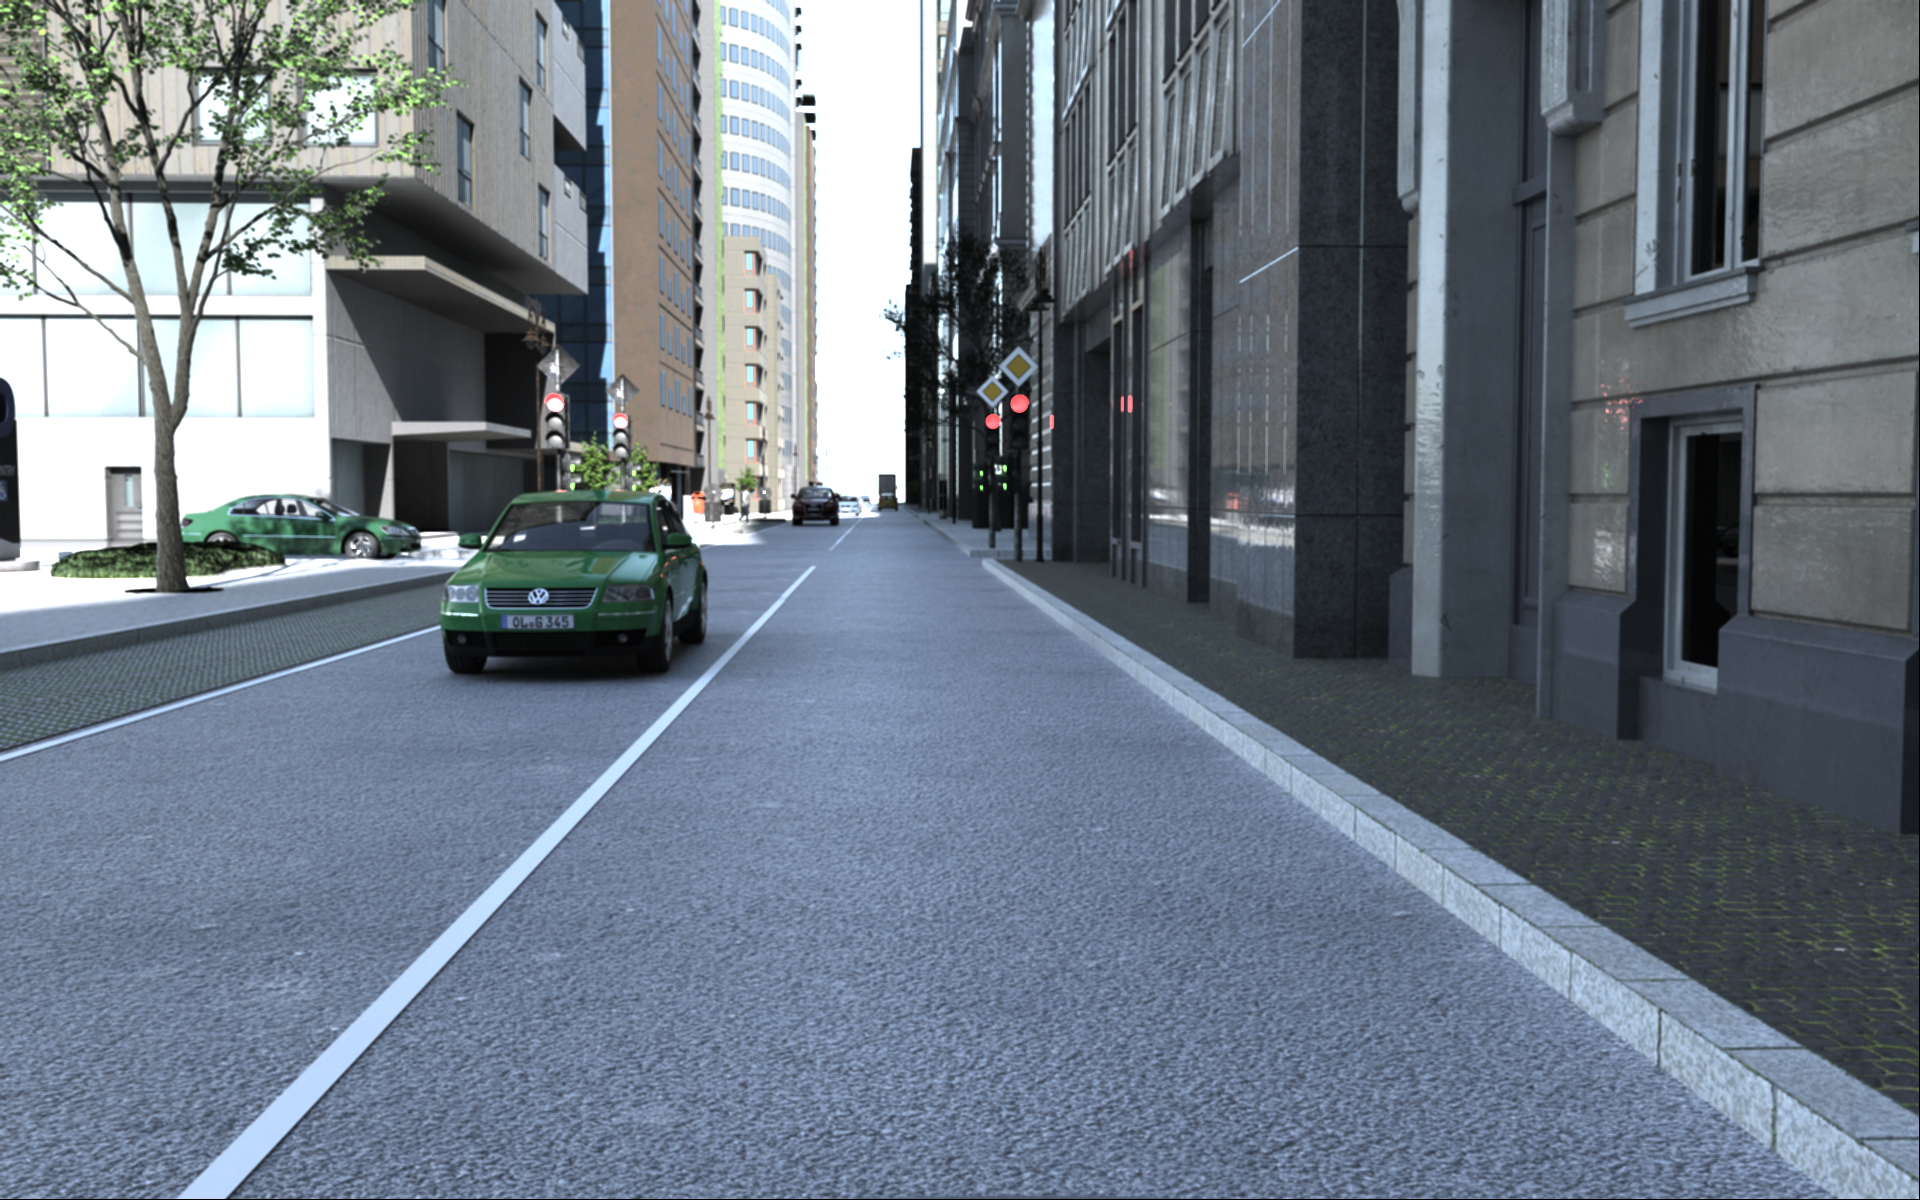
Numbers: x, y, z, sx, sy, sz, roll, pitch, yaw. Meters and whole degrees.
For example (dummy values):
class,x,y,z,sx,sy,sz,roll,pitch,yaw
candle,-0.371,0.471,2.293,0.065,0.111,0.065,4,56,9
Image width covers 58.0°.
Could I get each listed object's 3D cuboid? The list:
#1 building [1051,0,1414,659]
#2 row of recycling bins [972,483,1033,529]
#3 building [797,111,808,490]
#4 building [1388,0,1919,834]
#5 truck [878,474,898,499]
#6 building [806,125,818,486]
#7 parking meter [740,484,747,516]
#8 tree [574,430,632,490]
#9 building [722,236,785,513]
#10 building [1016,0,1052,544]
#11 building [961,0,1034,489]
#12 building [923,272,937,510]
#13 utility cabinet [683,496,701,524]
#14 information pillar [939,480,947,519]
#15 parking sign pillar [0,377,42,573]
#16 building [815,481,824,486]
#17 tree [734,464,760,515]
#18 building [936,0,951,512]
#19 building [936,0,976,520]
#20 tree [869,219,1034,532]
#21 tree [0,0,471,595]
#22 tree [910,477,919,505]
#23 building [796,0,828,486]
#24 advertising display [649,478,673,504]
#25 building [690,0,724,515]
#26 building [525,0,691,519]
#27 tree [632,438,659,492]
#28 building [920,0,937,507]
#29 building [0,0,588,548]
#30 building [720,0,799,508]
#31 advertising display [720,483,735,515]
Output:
class,x,y,z,sx,sy,sz,roll,pitch,yaw
building,8.170,-12.532,22.913,12.078,24.808,19.932,0,4,-2
row of recycling bins,2.186,-3.510,64.497,3.534,1.692,1.069,1,4,10
building,-23.178,-30.319,179.309,14.154,41.232,14.086,0,4,-2
building,9.886,-13.269,2.861,13.634,28.700,20.117,0,4,-2
truck,-10.210,-15.600,243.972,2.839,4.237,11.283,0,4,-1
building,-24.283,-33.965,205.432,14.600,45.320,14.200,0,4,-2
parking meter,-12.775,-5.911,102.353,0.255,1.863,0.399,-3,4,-38
tree,-10.912,-3.530,52.318,1.663,3.219,1.824,0,3,0
building,-27.943,-17.432,130.047,27.650,21.520,28.899,0,4,-2
building,11.446,-13.276,45.944,19.941,23.489,11.050,0,4,-2
building,7.297,-17.702,75.338,13.634,28.700,20.117,0,4,-2
building,10.953,-18.643,149.859,27.650,21.520,28.899,0,4,-2
utility cabinet,-11.692,-3.952,75.775,0.306,1.237,1.020,2,4,25
information pillar,-0.883,-5.236,90.100,0.304,2.012,0.304,3,5,41
parking sign pillar,-16.066,-2.456,28.634,1.447,3.967,1.447,0,4,-7
building,-34.076,-32.560,224.244,32.217,40.220,23.993,0,4,-2
tree,-13.377,-7.003,109.107,1.663,3.219,1.824,0,3,0
building,5.248,-27.106,126.773,14.154,41.232,14.086,0,4,-2
building,4.622,-19.751,100.424,11.434,29.767,29.804,0,4,-2
tree,0.966,-7.636,59.253,7.601,10.594,8.767,1,4,22
tree,-10.348,-5.916,22.480,9.928,11.665,9.643,0,3,0
tree,-5.025,-12.576,200.214,1.663,3.219,1.824,0,3,0
building,-30.322,-57.398,251.132,22.319,86.520,31.000,0,4,-2
advertising display,-11.730,-3.835,67.923,0.974,1.923,0.123,1,4,13
building,-21.780,-25.661,103.146,14.154,41.232,14.086,0,4,-2
building,-20.315,-26.352,80.963,14.600,45.320,14.200,0,4,-2
tree,-11.101,-3.938,58.987,1.663,3.219,1.824,0,3,0
building,6.396,-38.870,177.522,21.231,58.520,28.212,0,4,-2
building,-26.660,-28.281,51.642,28.713,52.752,27.495,0,4,-2
building,-26.030,-37.647,157.529,21.231,58.520,28.212,0,4,-2
advertising display,-13.955,-6.037,103.916,0.974,1.923,0.123,2,4,28
